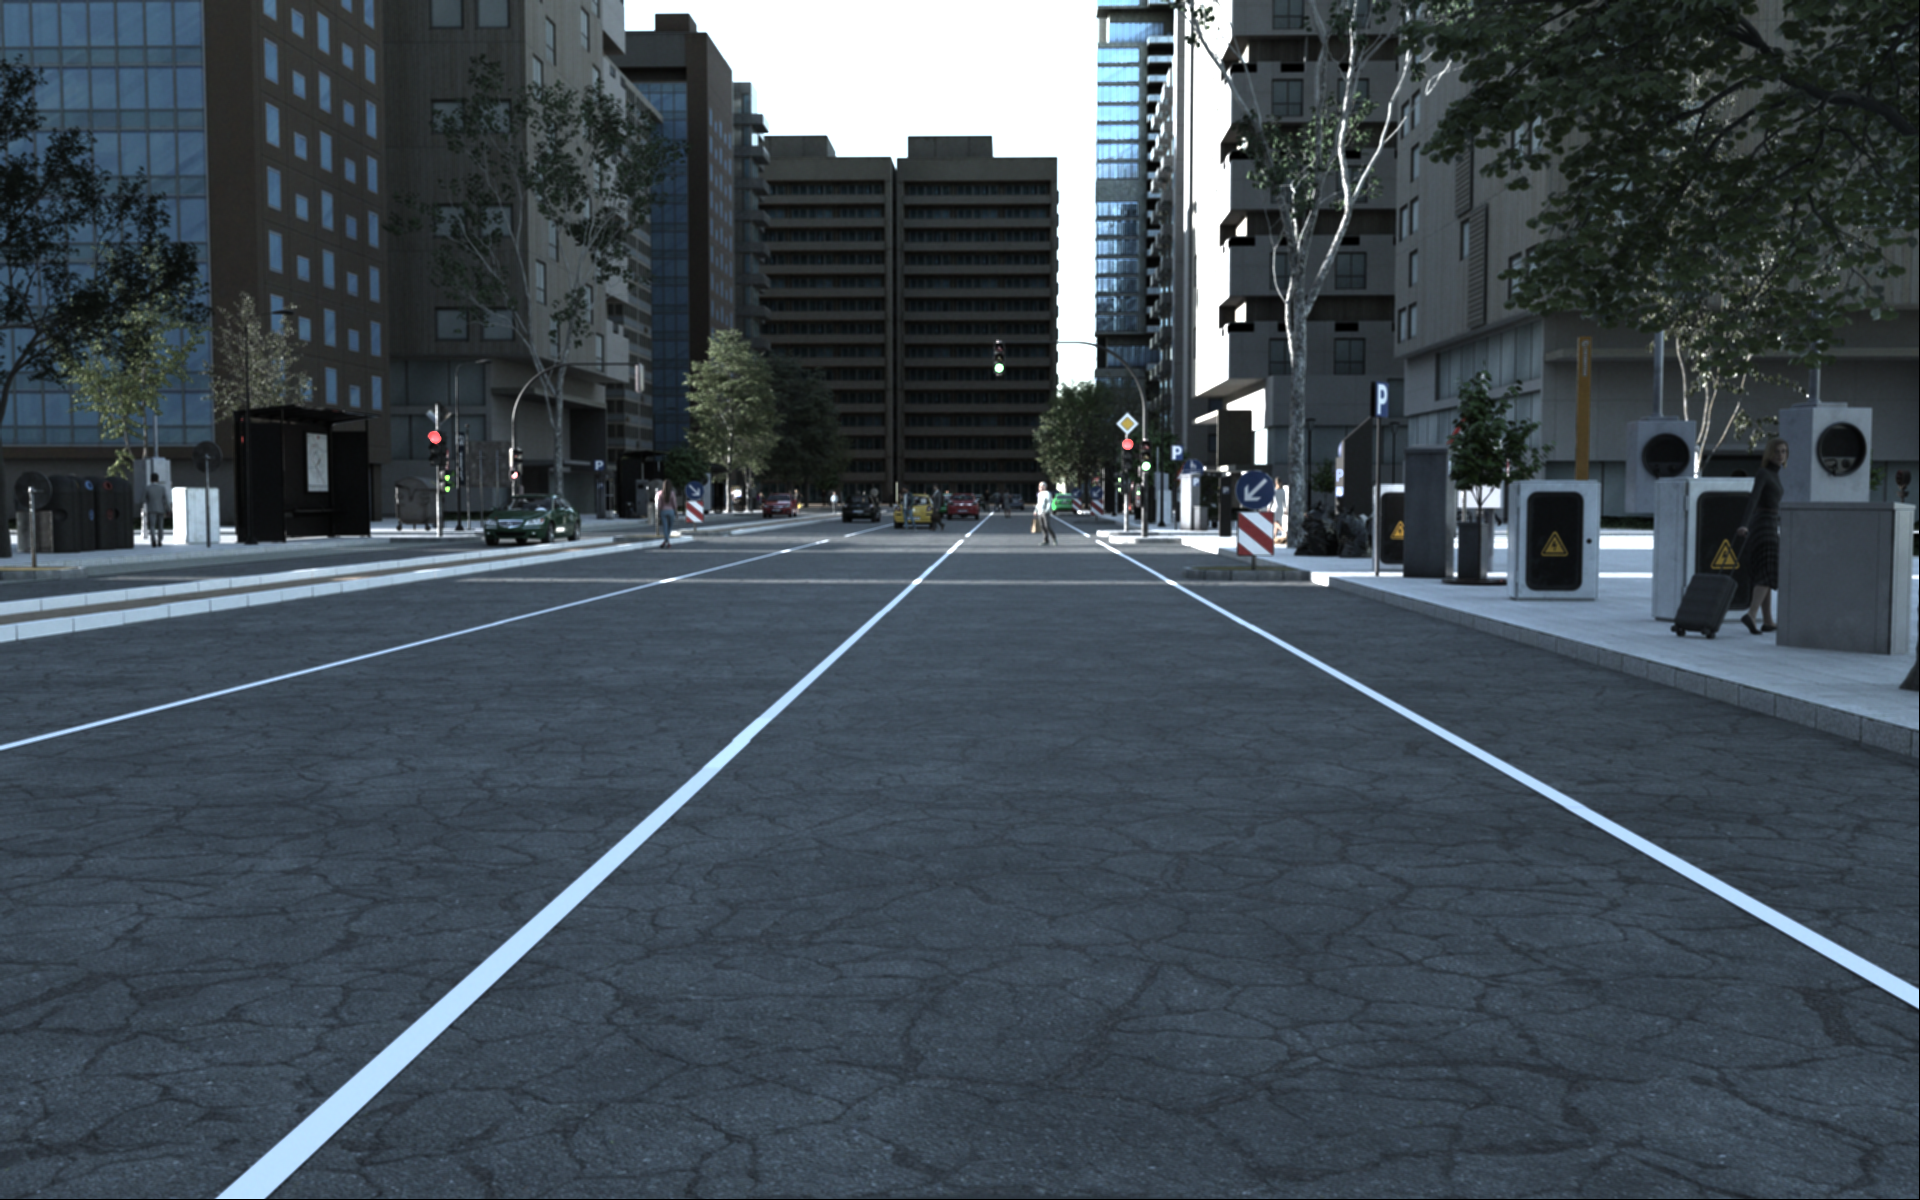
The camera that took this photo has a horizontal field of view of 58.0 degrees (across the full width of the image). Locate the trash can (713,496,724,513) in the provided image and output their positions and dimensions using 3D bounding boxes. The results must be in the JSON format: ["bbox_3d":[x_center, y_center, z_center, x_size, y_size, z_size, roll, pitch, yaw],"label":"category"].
[{"bbox_3d":[-16.111,-6.347,115.423,0.748,1.137,0.748,0,3,0],"label":"trash can"}]

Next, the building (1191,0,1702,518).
[{"bbox_3d":[30.868,-32.426,119.410,28.713,52.752,27.495,0,4,2],"label":"building"}]

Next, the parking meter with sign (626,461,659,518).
[{"bbox_3d":[-16.771,-5.822,91.458,1.738,3.016,0.543,0,4,-2],"label":"parking meter with sign"}]

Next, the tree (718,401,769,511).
[{"bbox_3d":[-16.308,-11.071,131.369,4.360,8.622,3.978,0,3,0],"label":"tree"}]

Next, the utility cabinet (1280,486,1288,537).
[{"bbox_3d":[9.049,-2.356,47.193,0.318,1.500,1.173,0,4,2],"label":"utility cabinet"}]

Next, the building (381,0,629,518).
[{"bbox_3d":[-35.683,-31.463,103.655,28.713,52.752,27.495,0,4,2],"label":"building"}]

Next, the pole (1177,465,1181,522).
[{"bbox_3d":[10.181,-5.307,80.613,0.158,3.312,0.155,0,3,0],"label":"pole"}]

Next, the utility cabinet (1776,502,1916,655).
[{"bbox_3d":[7.284,-0.190,14.273,0.306,1.237,1.020,-2,4,-29],"label":"utility cabinet"}]

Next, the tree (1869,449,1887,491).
[{"bbox_3d":[33.483,-4.255,64.168,1.663,3.219,1.824,0,3,0],"label":"tree"}]

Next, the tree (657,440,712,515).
[{"bbox_3d":[-16.634,-7.387,104.495,4.285,4.588,4.351,0,3,0],"label":"tree"}]

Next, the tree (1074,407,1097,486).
[{"bbox_3d":[9.393,-9.498,105.646,4.360,8.622,3.978,0,3,0],"label":"tree"}]

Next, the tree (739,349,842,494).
[{"bbox_3d":[-14.933,-14.926,150.697,9.857,13.997,8.962,0,3,0],"label":"tree"}]

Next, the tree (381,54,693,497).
[{"bbox_3d":[-18.390,-13.438,75.601,12.611,20.169,13.585,0,3,0],"label":"tree"}]

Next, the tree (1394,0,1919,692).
[{"bbox_3d":[6.837,-5.668,10.804,7.486,12.596,7.792,0,3,0],"label":"tree"}]

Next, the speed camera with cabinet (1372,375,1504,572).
[{"bbox_3d":[7.886,-2.093,28.552,2.038,3.252,0.660,1,4,22],"label":"speed camera with cabinet"}]

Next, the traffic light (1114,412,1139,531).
[{"bbox_3d":[5.722,-4.318,59.513,0.839,4.253,0.868,0,4,2],"label":"traffic light"}]

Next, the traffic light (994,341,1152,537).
[{"bbox_3d":[3.383,-4.696,51.455,4.771,5.953,1.251,0,4,2],"label":"traffic light"}]

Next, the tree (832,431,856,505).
[{"bbox_3d":[-13.611,-15.024,196.002,4.737,8.622,4.395,0,3,0],"label":"tree"}]

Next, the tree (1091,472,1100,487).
[{"bbox_3d":[10.559,-8.218,128.959,1.663,3.219,1.824,0,3,0],"label":"tree"}]

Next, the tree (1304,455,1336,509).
[{"bbox_3d":[18.059,-5.550,85.346,1.663,3.219,1.824,0,3,0],"label":"tree"}]

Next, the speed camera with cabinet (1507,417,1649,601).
[{"bbox_3d":[7.712,-1.622,20.858,2.038,3.252,0.660,0,4,8],"label":"speed camera with cabinet"}]

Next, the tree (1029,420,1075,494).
[{"bbox_3d":[12.363,-16.185,199.043,8.767,10.594,7.601,-1,4,-9],"label":"tree"}]

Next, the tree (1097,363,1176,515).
[{"bbox_3d":[9.804,-8.884,95.617,4.360,8.622,3.978,0,3,0],"label":"tree"}]

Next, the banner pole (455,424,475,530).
[{"bbox_3d":[-17.660,-4.380,61.625,0.401,3.779,0.863,2,4,29],"label":"banner pole"}]

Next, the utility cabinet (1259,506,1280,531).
[{"bbox_3d":[10.845,-3.091,59.211,1.173,1.500,0.318,0,4,-2],"label":"utility cabinet"}]

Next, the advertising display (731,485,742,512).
[{"bbox_3d":[-16.288,-7.409,126.347,0.974,1.923,0.123,2,4,32],"label":"advertising display"}]

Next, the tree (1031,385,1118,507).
[{"bbox_3d":[12.048,-15.798,175.298,9.611,12.733,9.660,0,3,0],"label":"tree"}]

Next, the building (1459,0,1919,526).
[{"bbox_3d":[36.110,-29.974,79.309,27.495,52.752,28.713,0,4,2],"label":"building"}]

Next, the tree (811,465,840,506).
[{"bbox_3d":[-14.300,-12.316,185.075,4.285,4.588,4.351,0,3,0],"label":"tree"}]

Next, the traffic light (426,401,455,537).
[{"bbox_3d":[-15.675,-3.868,52.165,0.839,4.253,0.868,0,4,2],"label":"traffic light"}]

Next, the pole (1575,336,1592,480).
[{"bbox_3d":[8.092,-1.755,22.537,0.158,3.312,0.155,0,3,0],"label":"pole"}]

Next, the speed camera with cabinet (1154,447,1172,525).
[{"bbox_3d":[8.397,-4.725,71.592,0.660,3.252,2.038,0,4,2],"label":"speed camera with cabinet"}]

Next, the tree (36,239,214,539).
[{"bbox_3d":[-23.556,-6.048,49.248,4.737,8.622,4.395,0,3,0],"label":"tree"}]

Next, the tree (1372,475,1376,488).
[{"bbox_3d":[20.715,-5.879,90.728,1.663,3.219,1.824,0,3,0],"label":"tree"}]

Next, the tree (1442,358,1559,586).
[{"bbox_3d":[7.338,-1.834,24.596,1.663,3.219,1.824,0,3,0],"label":"tree"}]

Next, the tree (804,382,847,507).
[{"bbox_3d":[-14.806,-15.444,170.644,7.486,12.596,7.792,0,3,0],"label":"tree"}]

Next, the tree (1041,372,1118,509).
[{"bbox_3d":[10.790,-13.591,147.973,9.928,11.665,9.643,0,3,0],"label":"tree"}]

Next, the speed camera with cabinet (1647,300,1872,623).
[{"bbox_3d":[8.098,-1.415,17.475,2.038,3.252,0.660,-1,4,-10],"label":"speed camera with cabinet"}]

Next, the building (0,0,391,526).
[{"bbox_3d":[-34.143,-25.941,74.244,14.600,45.320,14.200,0,4,2],"label":"building"}]

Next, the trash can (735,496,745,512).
[{"bbox_3d":[-15.565,-6.784,122.572,0.748,1.137,0.748,0,3,0],"label":"trash can"}]

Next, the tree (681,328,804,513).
[{"bbox_3d":[-15.543,-12.291,119.091,7.486,12.596,7.792,0,3,0],"label":"tree"}]

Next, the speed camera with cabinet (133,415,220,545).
[{"bbox_3d":[-20.013,-3.053,44.259,0.660,3.252,2.038,2,4,31],"label":"speed camera with cabinet"}]

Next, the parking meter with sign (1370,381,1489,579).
[{"bbox_3d":[7.203,-1.852,26.541,1.738,3.016,0.543,2,4,35],"label":"parking meter with sign"}]

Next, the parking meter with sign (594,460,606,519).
[{"bbox_3d":[-18.524,-5.701,89.468,0.543,3.016,1.738,0,4,-5],"label":"parking meter with sign"}]

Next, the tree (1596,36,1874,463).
[{"bbox_3d":[11.801,-4.704,27.273,4.360,8.622,3.978,0,3,0],"label":"tree"}]

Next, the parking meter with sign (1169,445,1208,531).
[{"bbox_3d":[8.098,-3.958,60.970,0.543,3.016,1.738,-2,4,-29],"label":"parking meter with sign"}]

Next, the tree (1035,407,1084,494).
[{"bbox_3d":[12.447,-17.799,209.147,7.486,12.596,7.792,0,3,0],"label":"tree"}]

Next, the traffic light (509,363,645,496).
[{"bbox_3d":[-13.336,-5.226,60.117,4.771,5.953,1.251,0,4,2],"label":"traffic light"}]

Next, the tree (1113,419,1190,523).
[{"bbox_3d":[8.447,-5.649,76.080,4.285,4.588,4.351,0,3,0],"label":"tree"}]

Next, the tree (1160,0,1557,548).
[{"bbox_3d":[9.433,-11.277,40.273,12.611,20.169,13.585,0,3,0],"label":"tree"}]

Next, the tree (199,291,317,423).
[{"bbox_3d":[-25.123,-6.862,62.560,4.360,8.622,3.978,0,3,0],"label":"tree"}]
